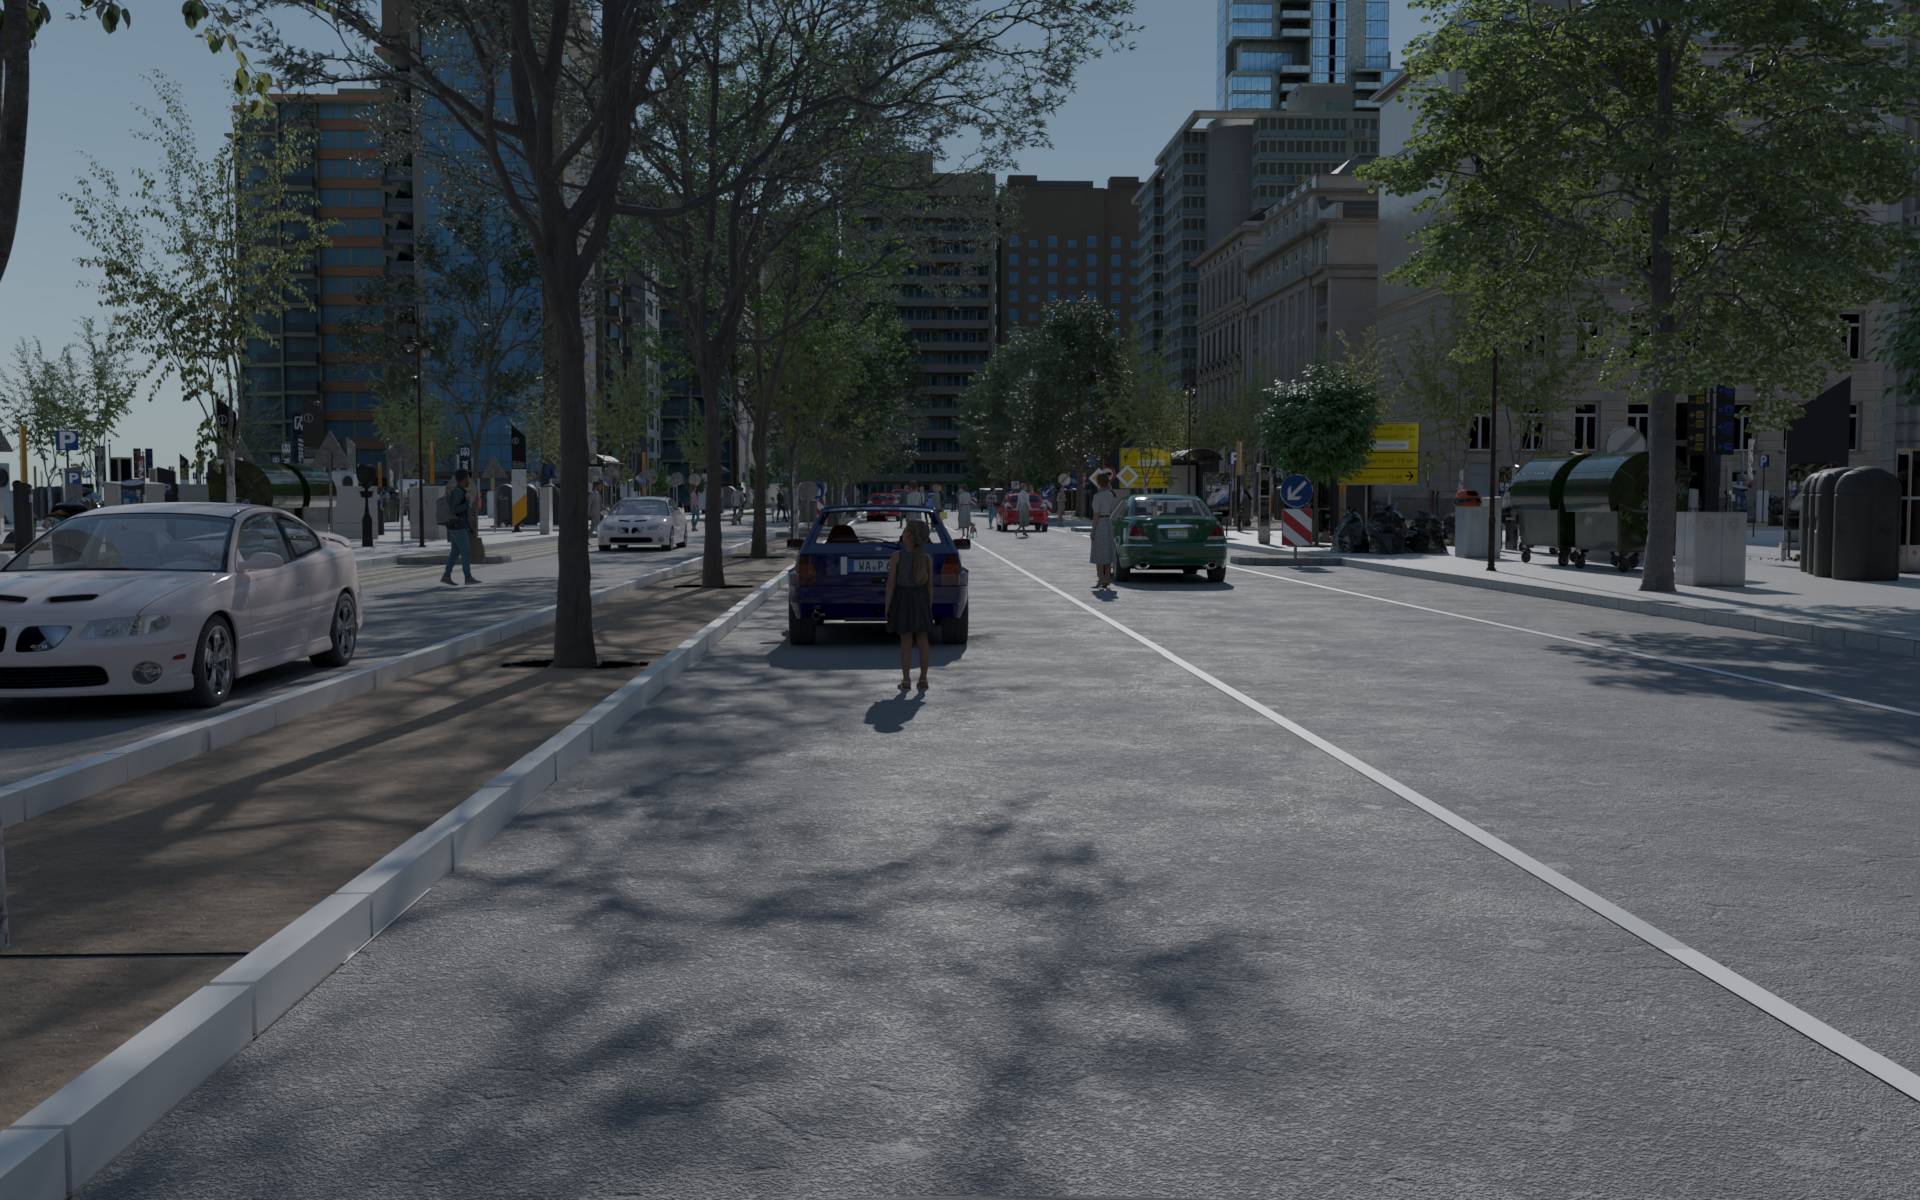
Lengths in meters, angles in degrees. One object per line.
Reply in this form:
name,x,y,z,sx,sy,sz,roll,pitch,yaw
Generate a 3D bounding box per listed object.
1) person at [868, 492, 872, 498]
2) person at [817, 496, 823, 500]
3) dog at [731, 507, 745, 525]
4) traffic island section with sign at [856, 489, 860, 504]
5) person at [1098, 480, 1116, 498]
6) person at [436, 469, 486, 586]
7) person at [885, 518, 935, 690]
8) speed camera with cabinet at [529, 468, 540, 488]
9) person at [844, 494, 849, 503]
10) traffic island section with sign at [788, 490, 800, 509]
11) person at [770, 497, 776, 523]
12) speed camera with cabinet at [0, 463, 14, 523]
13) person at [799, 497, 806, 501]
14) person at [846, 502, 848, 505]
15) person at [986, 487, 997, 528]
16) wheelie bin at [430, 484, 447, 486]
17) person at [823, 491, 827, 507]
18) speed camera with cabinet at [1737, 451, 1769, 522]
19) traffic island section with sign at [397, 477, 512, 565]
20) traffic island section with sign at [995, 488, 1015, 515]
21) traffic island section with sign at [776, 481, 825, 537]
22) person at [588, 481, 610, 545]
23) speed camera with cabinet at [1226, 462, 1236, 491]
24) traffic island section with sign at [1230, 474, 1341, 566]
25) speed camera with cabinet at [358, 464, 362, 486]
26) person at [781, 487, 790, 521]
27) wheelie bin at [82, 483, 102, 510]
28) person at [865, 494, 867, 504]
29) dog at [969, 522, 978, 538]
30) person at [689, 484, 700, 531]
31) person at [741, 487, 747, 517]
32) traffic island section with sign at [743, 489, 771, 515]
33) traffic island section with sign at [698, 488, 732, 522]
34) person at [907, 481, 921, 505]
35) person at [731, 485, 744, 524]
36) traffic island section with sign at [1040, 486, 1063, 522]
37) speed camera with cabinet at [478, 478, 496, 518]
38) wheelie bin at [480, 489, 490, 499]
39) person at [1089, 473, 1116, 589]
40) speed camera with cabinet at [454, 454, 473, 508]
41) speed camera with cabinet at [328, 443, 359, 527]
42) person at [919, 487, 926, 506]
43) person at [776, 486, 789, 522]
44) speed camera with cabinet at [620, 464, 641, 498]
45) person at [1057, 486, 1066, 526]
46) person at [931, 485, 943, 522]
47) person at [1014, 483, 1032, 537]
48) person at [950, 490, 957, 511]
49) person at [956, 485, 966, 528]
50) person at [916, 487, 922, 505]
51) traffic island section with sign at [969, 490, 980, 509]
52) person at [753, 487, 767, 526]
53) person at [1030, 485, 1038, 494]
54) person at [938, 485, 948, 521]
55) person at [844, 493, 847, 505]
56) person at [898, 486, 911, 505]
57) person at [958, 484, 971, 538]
person,-10.201,-11.398,196.325,0.415,1.643,0.593,-2,4,-31
person,-10.844,-7.777,135.429,0.755,1.850,0.659,-2,4,-24
dog,-10.402,-3.864,80.009,0.800,0.831,0.513,1,4,10
traffic island section with sign,-8.484,-8.109,140.721,2.006,1.907,1.989,0,4,-2
person,4.694,-2.921,55.622,0.648,1.900,0.474,-3,5,-41
person,-7.731,-1.124,26.865,0.713,1.824,0.794,0,4,1
person,-0.372,0.028,12.708,0.362,1.253,0.373,-1,4,-16
speed camera with cabinet,-32.786,-8.412,131.874,0.660,3.252,2.038,1,4,20
person,-9.592,-8.343,148.137,0.991,1.433,0.599,-1,4,-19
traffic island section with sign,-15.756,-9.732,167.740,1.989,1.847,2.006,0,4,-2
person,-9.291,-4.469,85.849,0.425,1.301,0.394,3,4,36
speed camera with cabinet,-41.978,-5.004,76.158,0.660,3.252,2.038,0,4,7
person,-9.409,-5.790,104.174,0.522,1.701,0.512,1,4,13
person,-8.518,-7.745,135.112,0.713,1.824,0.794,2,4,26
person,1.321,-3.901,73.121,0.563,1.720,0.643,3,5,44
wheelie bin,-16.230,-2.821,54.039,0.980,1.594,0.693,1,4,12
person,-14.769,-11.202,192.472,1.217,1.723,0.721,2,4,27
speed camera with cabinet,36.325,-5.201,79.366,0.660,3.252,2.038,0,4,-1
traffic island section with sign,-10.408,-1.668,35.894,1.989,1.847,2.006,0,4,-2
traffic island section with sign,3.242,-6.691,118.018,1.989,1.847,2.006,0,4,-2
traffic island section with sign,-5.137,-3.065,58.243,2.006,1.907,1.989,0,4,-2
person,-10.110,-2.402,48.054,0.850,1.792,0.678,1,4,9
speed camera with cabinet,17.339,-7.249,112.850,0.660,3.252,2.038,1,4,19
traffic island section with sign,6.605,-1.641,35.453,1.989,1.847,2.006,0,4,-2
speed camera with cabinet,-39.992,-7.267,113.146,2.038,3.252,0.660,-1,4,-16
person,-9.167,-5.013,90.641,0.526,1.800,0.537,-1,4,-13
wheelie bin,-25.876,-2.644,51.131,0.980,1.594,0.693,-2,4,-26
person,-10.196,-10.776,187.953,0.557,1.426,1.065,1,4,9
dog,0.441,-2.314,57.120,0.406,0.507,0.540,-2,4,-25
person,-10.224,-3.559,66.704,0.388,1.821,0.555,-2,4,-31
person,-13.325,-5.953,105.606,0.659,1.850,0.755,0,4,-2
traffic island section with sign,-13.727,-6.673,117.724,1.989,1.847,2.006,0,4,-2
traffic island section with sign,-12.626,-5.012,90.571,1.989,1.847,2.006,0,4,-2
person,-1.183,-2.043,42.465,0.524,1.755,0.480,3,5,44
person,-10.614,-4.541,82.598,0.661,1.843,0.795,1,4,14
traffic island section with sign,4.348,-5.038,90.998,1.989,1.847,2.006,0,4,-2
speed camera with cabinet,-25.904,-6.139,94.716,2.038,3.252,0.660,-1,4,-16
wheelie bin,-31.184,-6.472,113.728,0.980,1.594,0.693,0,4,2
person,2.114,-1.058,26.371,0.524,1.755,0.480,3,5,42
speed camera with cabinet,-25.057,-5.572,85.441,0.660,3.252,2.038,2,4,25
speed camera with cabinet,-24.406,-4.445,67.015,0.660,3.252,2.038,2,4,25
person,-1.737,-4.408,80.971,0.834,1.777,0.661,3,5,42
person,-8.993,-4.860,87.733,0.755,1.850,0.659,2,4,33
speed camera with cabinet,-21.578,-7.289,113.511,0.660,3.252,2.038,1,4,16
person,4.526,-4.170,77.015,0.599,1.781,0.374,-3,5,-44
person,-0.914,-3.578,67.177,0.728,1.800,0.709,0,4,2
person,2.091,-3.029,58.246,0.641,1.798,0.478,-1,4,-23
person,-0.491,-8.157,142.673,0.445,1.727,0.742,2,4,26
person,0.094,-3.903,72.493,0.473,1.802,0.592,2,4,33
person,-1.790,-3.813,71.242,0.661,1.777,0.834,-3,4,-36
traffic island section with sign,1.208,-9.753,168.090,1.989,1.847,2.006,0,4,-2
person,-8.894,-4.177,76.978,0.592,1.802,0.473,-1,4,-15
person,3.450,-4.518,82.149,0.659,1.850,0.755,2,4,26
person,-0.843,-3.747,69.988,0.699,1.804,1.509,0,4,-1
person,-10.650,-9.138,157.845,1.348,1.831,0.705,-1,4,-17
person,-2.389,-4.071,75.239,0.661,1.801,0.590,-1,4,-15
person,0.124,-2.874,56.055,0.480,1.755,0.524,-2,4,-34
